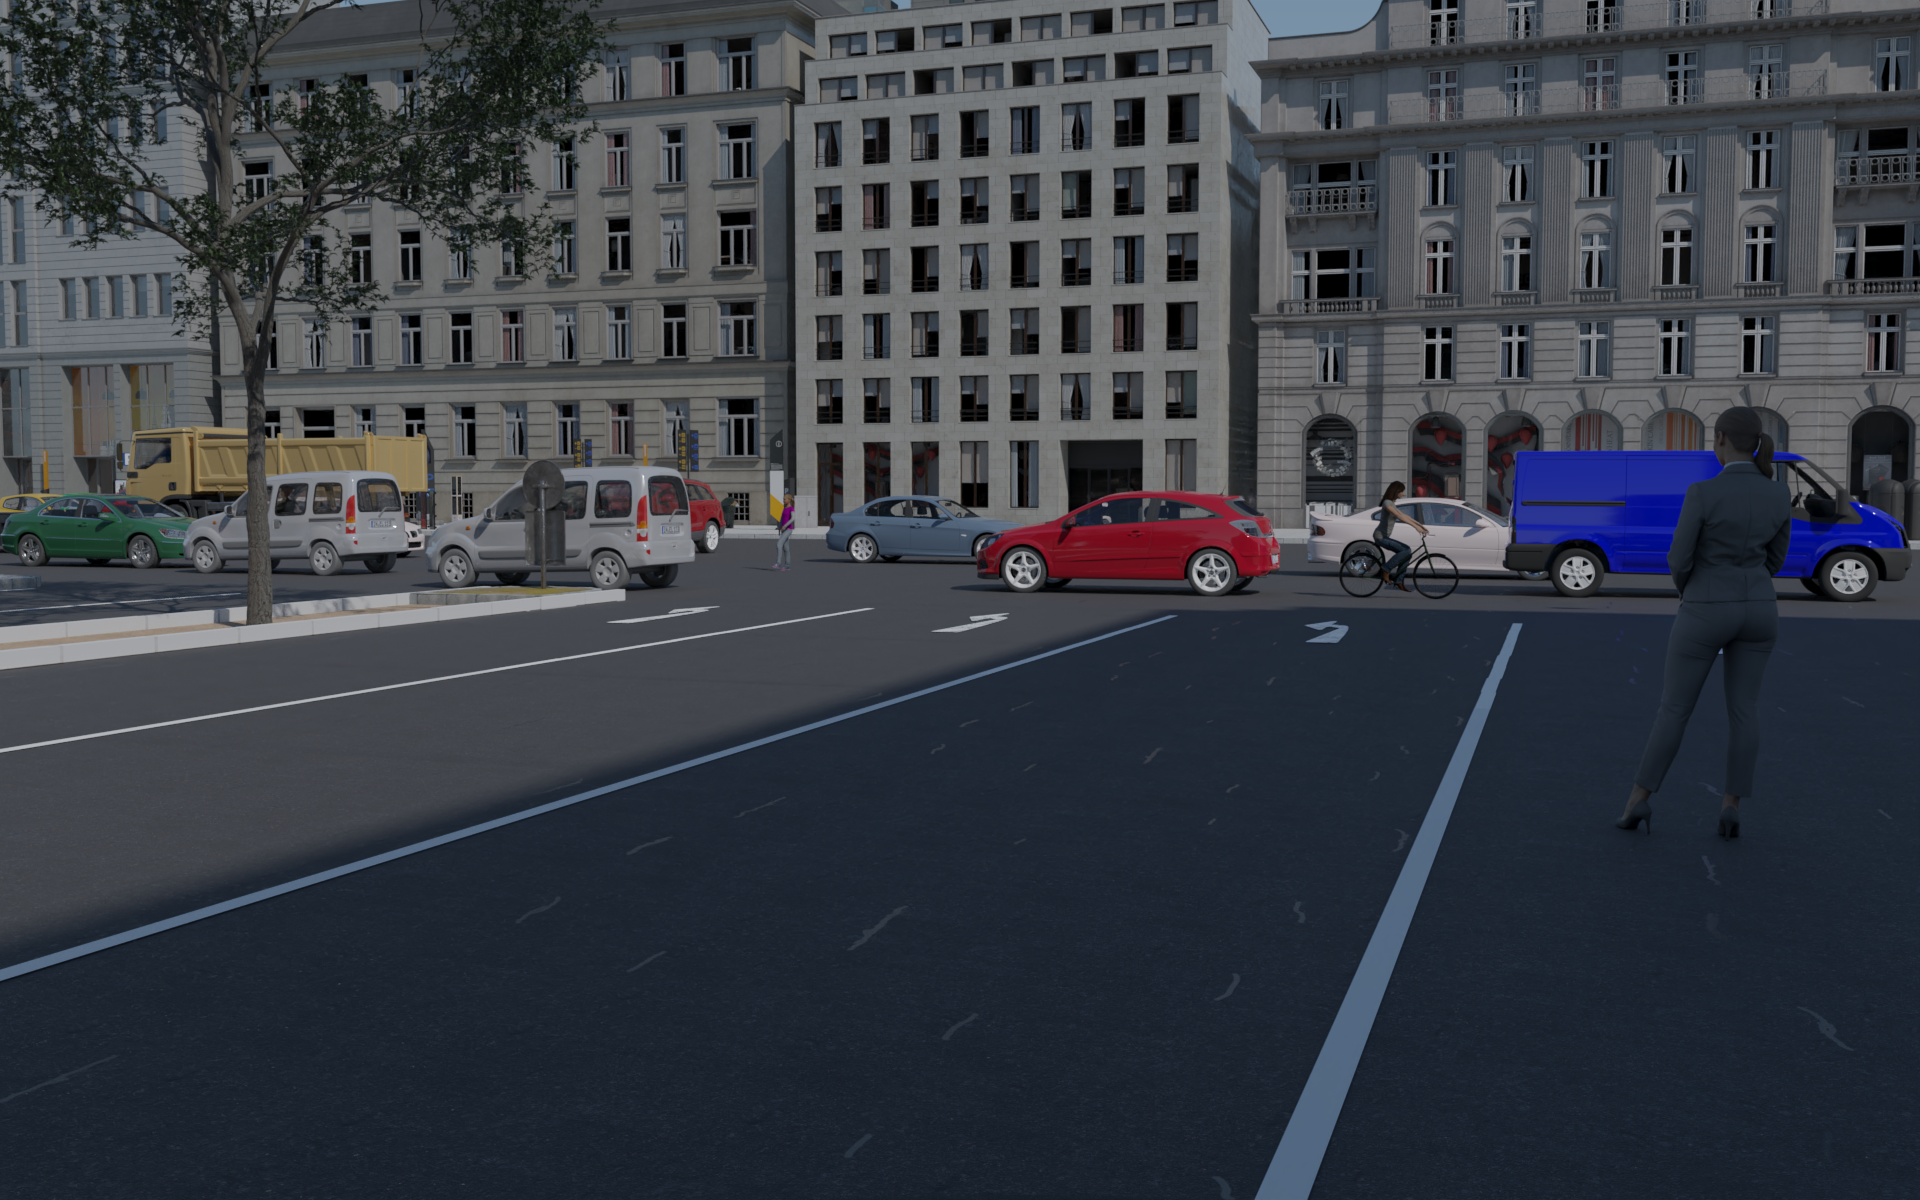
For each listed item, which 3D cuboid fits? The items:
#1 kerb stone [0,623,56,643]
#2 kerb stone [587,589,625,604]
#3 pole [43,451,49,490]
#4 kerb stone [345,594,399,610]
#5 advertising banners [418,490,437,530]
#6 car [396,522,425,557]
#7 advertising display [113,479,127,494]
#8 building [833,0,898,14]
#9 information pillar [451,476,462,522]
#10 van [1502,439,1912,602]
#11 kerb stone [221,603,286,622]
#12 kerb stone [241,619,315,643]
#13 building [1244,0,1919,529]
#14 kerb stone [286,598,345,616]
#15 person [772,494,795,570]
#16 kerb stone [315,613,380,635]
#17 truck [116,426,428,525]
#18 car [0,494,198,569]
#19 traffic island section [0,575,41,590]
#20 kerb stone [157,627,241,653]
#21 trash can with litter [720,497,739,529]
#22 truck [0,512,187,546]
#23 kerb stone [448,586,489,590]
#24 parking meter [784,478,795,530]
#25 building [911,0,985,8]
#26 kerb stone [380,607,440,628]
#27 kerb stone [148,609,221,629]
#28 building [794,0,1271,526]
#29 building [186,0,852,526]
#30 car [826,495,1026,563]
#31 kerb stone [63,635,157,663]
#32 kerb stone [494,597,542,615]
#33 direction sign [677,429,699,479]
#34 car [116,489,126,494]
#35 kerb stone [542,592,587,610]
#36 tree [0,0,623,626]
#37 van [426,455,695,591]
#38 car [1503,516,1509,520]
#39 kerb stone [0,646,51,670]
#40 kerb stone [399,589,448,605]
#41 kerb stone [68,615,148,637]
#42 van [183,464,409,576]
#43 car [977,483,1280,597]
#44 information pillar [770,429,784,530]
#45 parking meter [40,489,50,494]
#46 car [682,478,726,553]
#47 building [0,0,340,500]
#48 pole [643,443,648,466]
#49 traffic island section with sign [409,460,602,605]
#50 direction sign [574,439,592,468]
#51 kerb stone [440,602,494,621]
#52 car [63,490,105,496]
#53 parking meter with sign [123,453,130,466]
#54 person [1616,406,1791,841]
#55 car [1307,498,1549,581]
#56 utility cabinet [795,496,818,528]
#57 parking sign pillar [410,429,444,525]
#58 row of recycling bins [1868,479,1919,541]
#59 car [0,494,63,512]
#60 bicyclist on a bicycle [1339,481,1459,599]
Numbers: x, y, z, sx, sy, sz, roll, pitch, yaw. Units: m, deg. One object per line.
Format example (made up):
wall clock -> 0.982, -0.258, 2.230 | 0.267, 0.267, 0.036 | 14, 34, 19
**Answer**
kerb stone -> -9.121, 0.332, 16.777 | 0.120, 0.150, 1.000 | 1, 4, 19
kerb stone -> -4.740, -0.040, 22.915 | 0.120, 0.150, 1.000 | 1, 4, 19
pole -> -42.884, -5.349, 81.306 | 0.158, 3.312, 0.155 | 0, 3, 0
kerb stone -> -7.415, 0.034, 21.632 | 0.120, 0.150, 1.000 | 1, 4, 19
advertising banners -> -19.513, -4.086, 62.996 | 0.090, 3.025, 2.074 | -3, 5, -40
car -> -14.503, -1.659, 39.490 | 4.827, 1.381, 2.083 | 1, 4, 20
advertising display -> -36.678, -4.315, 75.770 | 0.123, 1.923, 0.974 | 1, 4, 10
building -> -16.053, -33.689, 170.418 | 30.456, 49.044, 23.786 | 1, 4, 19
information pillar -> -20.010, -3.937, 68.866 | 0.304, 2.012, 0.304 | 2, 4, 24
van -> 10.350, -1.214, 24.231 | 5.245, 2.365, 2.240 | 1, 4, 17
kerb stone -> -8.096, 0.156, 19.692 | 0.120, 0.150, 1.000 | 1, 4, 19
kerb stone -> -6.786, 0.312, 17.087 | 0.120, 0.150, 1.000 | 1, 4, 19
building -> 23.758, -13.643, 64.864 | 24.055, 21.916, 13.314 | 1, 4, 19
kerb stone -> -7.753, 0.094, 20.659 | 0.120, 0.150, 1.000 | 1, 4, 19
person -> -3.358, -1.261, 32.353 | 0.776, 1.435, 0.726 | -3, 4, -38
kerb stone -> -6.447, 0.253, 18.059 | 0.120, 0.150, 1.000 | 1, 4, 19
truck -> -20.187, -3.315, 50.120 | 9.791, 3.379, 3.469 | 1, 4, 20
car -> -16.764, -1.389, 34.516 | 4.920, 1.459, 2.131 | 1, 4, 20
traffic island section -> -15.363, -0.226, 25.979 | 2.009, 0.180, 2.903 | 1, 4, 19
kerb stone -> -7.131, 0.374, 16.120 | 0.120, 0.150, 1.000 | 1, 4, 19
trash can with litter -> -8.695, -3.232, 64.224 | 0.624, 1.170, 1.055 | 1, 4, 23
truck -> -28.407, -3.357, 44.639 | 18.799, 4.110, 2.967 | 1, 4, 18
kerb stone -> -6.732, -0.084, 23.572 | 0.120, 0.150, 1.000 | 1, 4, 19
parking meter -> -6.176, -3.467, 62.402 | 0.399, 1.863, 0.255 | 2, 4, 35
building -> 8.589, -44.319, 162.862 | 20.611, 71.187, 20.563 | 1, 4, 19
kerb stone -> -6.101, 0.199, 19.030 | 0.120, 0.150, 1.000 | 1, 4, 19
kerb stone -> -8.437, 0.217, 18.723 | 0.120, 0.150, 1.000 | 1, 4, 19
building -> 3.191, -13.173, 70.131 | 16.860, 20.320, 10.420 | 1, 4, 19
building -> -17.960, -15.146, 80.929 | 30.059, 22.955, 16.112 | 1, 4, 19
car -> -0.553, -1.474, 36.106 | 4.499, 1.417, 2.014 | 1, 4, 20
kerb stone -> -7.474, 0.432, 15.140 | 0.120, 0.150, 1.000 | 1, 4, 19
kerb stone -> -5.422, 0.078, 20.977 | 0.120, 0.150, 1.000 | 1, 4, 19
direction sign -> -9.570, -4.223, 61.036 | 0.876, 3.537, 0.379 | -3, 5, -44
car -> -26.303, -2.931, 56.600 | 5.304, 1.827, 2.281 | 1, 4, 19
kerb stone -> -5.074, 0.018, 21.943 | 0.120, 0.150, 1.000 | 1, 4, 19
tree -> -7.163, -4.965, 18.050 | 8.767, 10.594, 7.601 | 1, 4, 19
van -> -6.165, -1.192, 26.505 | 4.112, 2.044, 2.013 | 1, 4, 20
car -> 14.107, -1.857, 40.141 | 4.222, 1.686, 2.009 | 1, 4, 20
kerb stone -> -7.822, 0.491, 14.174 | 0.120, 0.150, 1.000 | 1, 4, 19
kerb stone -> -7.071, -0.025, 22.603 | 0.120, 0.150, 1.000 | 1, 4, 19
kerb stone -> -8.782, 0.274, 17.747 | 0.120, 0.150, 1.000 | 1, 4, 19
van -> -12.122, -1.495, 31.457 | 4.112, 2.044, 2.013 | 1, 4, 21
car -> 2.424, -1.003, 25.443 | 4.494, 1.783, 2.155 | 1, 4, 19
information pillar -> -6.520, -4.308, 61.793 | 0.504, 3.616, 0.183 | 0, 4, 3
parking meter -> -40.687, -4.197, 77.030 | 0.372, 1.533, 0.369 | 0, 3, 0
car -> -7.422, -1.963, 40.768 | 2.281, 1.827, 5.304 | 1, 4, 19
building -> -47.209, -19.006, 88.243 | 29.804, 29.767, 11.434 | 1, 4, 19
pole -> -12.665, -4.645, 69.791 | 0.158, 3.312, 0.155 | 0, 3, 0
traffic island section with sign -> -5.835, -0.902, 22.886 | 2.006, 1.907, 1.989 | 1, 4, 19
direction sign -> -15.437, -4.830, 70.967 | 0.379, 3.537, 0.876 | 3, 5, 42
kerb stone -> -5.756, 0.134, 20.005 | 0.120, 0.150, 1.000 | 1, 4, 19
car -> -30.850, -3.167, 60.569 | 4.718, 1.807, 1.959 | 1, 4, 18
parking meter with sign -> -35.153, -4.744, 73.820 | 0.543, 3.016, 1.738 | -1, 4, -14
person -> 3.125, 0.092, 7.270 | 0.520, 1.790, 0.573 | -1, 4, -22
car -> 8.452, -1.075, 29.946 | 4.827, 1.381, 2.083 | 1, 4, 21
utility cabinet -> -5.872, -3.300, 65.112 | 1.020, 1.237, 0.306 | 0, 4, -5
parking sign pillar -> -22.153, -5.091, 71.714 | 1.447, 3.967, 1.447 | -2, 4, -34
row of recycling bins -> 26.829, -2.512, 48.192 | 3.534, 1.692, 1.069 | -1, 4, -20
car -> -28.370, -2.682, 54.081 | 3.980, 1.641, 2.015 | 1, 4, 20
bicyclist on a bicycle -> 6.015, -0.837, 23.713 | 1.625, 1.676, 1.499 | 1, 4, 20
